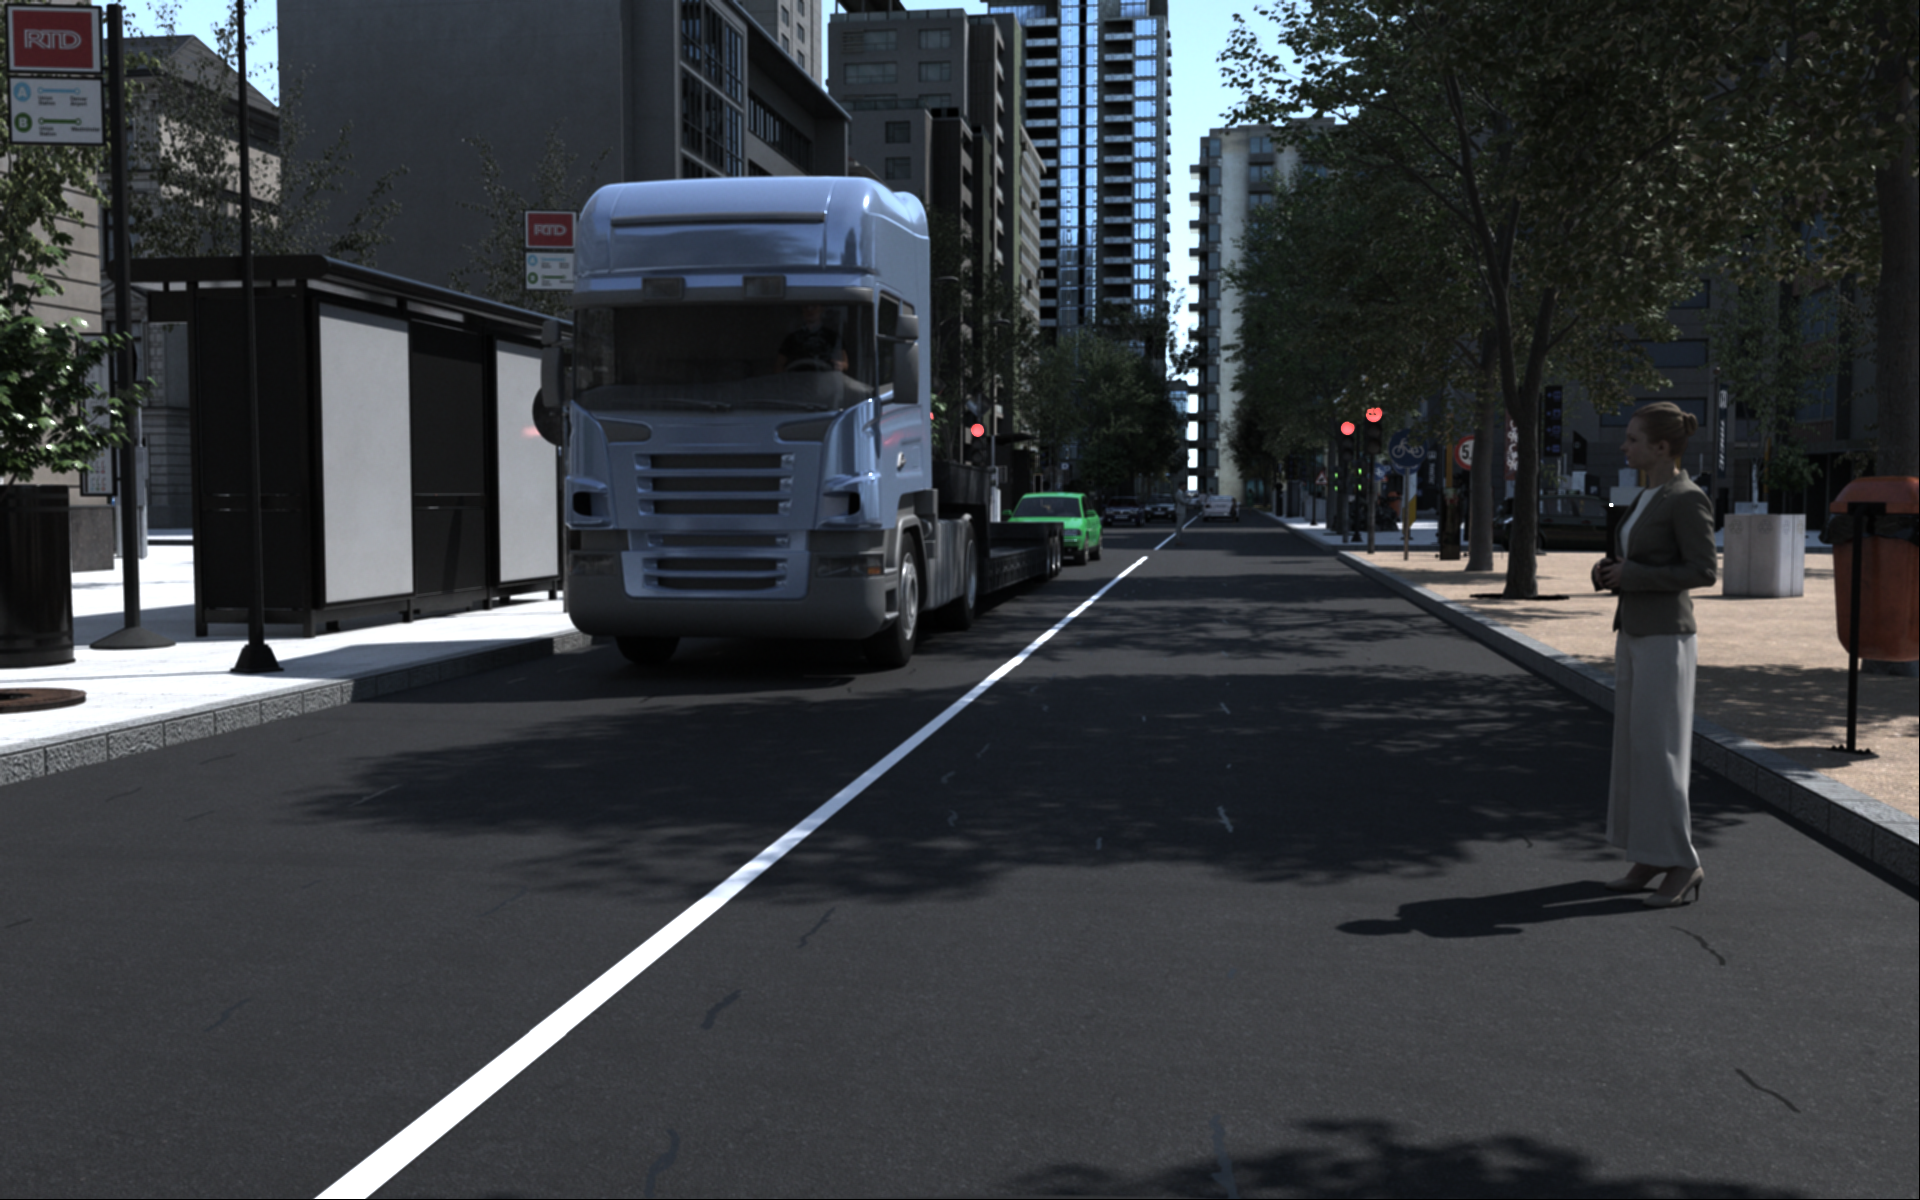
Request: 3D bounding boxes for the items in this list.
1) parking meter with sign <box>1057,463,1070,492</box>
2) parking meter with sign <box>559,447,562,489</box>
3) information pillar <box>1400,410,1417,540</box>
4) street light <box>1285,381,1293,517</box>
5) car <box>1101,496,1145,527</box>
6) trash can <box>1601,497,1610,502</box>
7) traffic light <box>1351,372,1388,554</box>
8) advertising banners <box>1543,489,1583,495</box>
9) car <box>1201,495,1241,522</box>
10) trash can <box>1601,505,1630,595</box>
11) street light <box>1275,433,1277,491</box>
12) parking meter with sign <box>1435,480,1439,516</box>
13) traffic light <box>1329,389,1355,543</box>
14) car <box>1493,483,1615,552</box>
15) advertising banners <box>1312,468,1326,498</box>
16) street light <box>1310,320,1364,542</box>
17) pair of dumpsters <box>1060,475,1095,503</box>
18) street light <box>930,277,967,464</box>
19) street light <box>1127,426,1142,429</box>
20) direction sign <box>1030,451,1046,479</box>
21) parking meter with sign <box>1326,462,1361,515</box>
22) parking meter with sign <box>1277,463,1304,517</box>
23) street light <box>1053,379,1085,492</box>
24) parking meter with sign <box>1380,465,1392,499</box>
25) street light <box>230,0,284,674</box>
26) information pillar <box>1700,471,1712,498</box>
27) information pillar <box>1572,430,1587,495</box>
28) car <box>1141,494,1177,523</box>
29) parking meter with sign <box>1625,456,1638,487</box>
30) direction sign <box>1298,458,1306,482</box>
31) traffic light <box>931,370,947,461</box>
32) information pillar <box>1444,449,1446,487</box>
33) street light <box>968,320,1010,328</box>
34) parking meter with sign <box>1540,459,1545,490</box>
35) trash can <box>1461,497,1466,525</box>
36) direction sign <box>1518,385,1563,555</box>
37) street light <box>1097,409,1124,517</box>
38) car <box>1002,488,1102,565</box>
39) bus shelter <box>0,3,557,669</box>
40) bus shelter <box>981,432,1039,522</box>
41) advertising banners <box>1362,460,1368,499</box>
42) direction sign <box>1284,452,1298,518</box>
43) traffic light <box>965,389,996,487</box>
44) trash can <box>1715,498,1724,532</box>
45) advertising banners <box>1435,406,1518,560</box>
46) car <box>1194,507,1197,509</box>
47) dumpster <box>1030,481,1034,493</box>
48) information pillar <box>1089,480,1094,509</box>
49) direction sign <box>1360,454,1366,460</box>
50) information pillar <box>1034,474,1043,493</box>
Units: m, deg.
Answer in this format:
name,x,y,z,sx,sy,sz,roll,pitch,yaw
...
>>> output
name,x,y,z,sx,sy,sz,roll,pitch,yaw
parking meter with sign,5.569,-6.063,95.387,0.543,3.016,1.738,1,4,19
parking meter with sign,-13.092,-3.519,53.796,0.543,3.016,1.738,3,5,40
information pillar,12.621,-3.501,48.601,0.504,3.616,0.183,-3,4,-36
street light,13.946,-6.007,70.755,1.470,5.913,1.316,1,4,9
car,7.299,-3.952,77.191,1.945,1.354,3.894,1,4,8
trash can,29.213,-4.051,77.884,0.748,1.137,0.748,0,3,0
traffic light,8.825,-2.950,37.157,0.839,4.253,0.868,1,4,9
advertising banners,18.320,-3.514,53.646,2.074,3.025,0.090,-1,4,-9
car,13.710,-4.810,91.005,2.083,1.381,4.827,1,4,8
trash can,8.574,-0.641,22.128,0.748,1.137,0.748,0,3,0
street light,17.661,-7.508,95.296,1.470,5.913,1.316,1,4,9
parking meter with sign,25.072,-5.858,92.039,0.543,3.016,1.738,-2,4,-25
traffic light,10.032,-3.433,45.051,0.839,4.253,0.868,1,4,9
car,14.278,-1.823,39.593,4.222,1.686,2.009,1,4,9
advertising banners,23.586,-7.194,113.807,0.090,3.025,2.074,-1,4,-13
street light,10.070,-4.505,46.203,1.470,5.913,1.316,1,4,9
pair of dumpsters,5.833,-5.129,86.345,1.574,2.255,4.437,1,4,9
street light,-0.725,-3.960,37.279,1.470,5.913,1.316,1,4,9
street light,11.766,-8.954,118.941,1.470,5.913,1.316,1,4,9
direction sign,4.028,-6.008,90.225,0.876,3.537,0.379,-1,4,-10
parking meter with sign,20.368,-5.825,91.496,1.738,3.016,0.543,0,4,-6
parking meter with sign,18.732,-6.176,97.232,1.738,3.016,0.543,2,4,27
street light,4.359,-5.985,70.401,1.470,5.913,1.316,1,4,9
parking meter with sign,25.727,-6.642,104.854,0.543,3.016,1.738,0,4,6
street light,-4.555,-2.430,12.271,1.470,5.913,1.316,1,4,9
information pillar,24.293,-3.178,56.454,0.304,2.012,0.304,3,5,42
information pillar,22.468,-4.375,62.883,0.504,3.616,0.183,1,4,23
car,10.216,-4.787,88.052,2.009,1.686,4.222,1,4,9
parking meter with sign,26.982,-4.489,69.652,0.543,3.016,1.738,1,4,22
direction sign,21.249,-7.132,108.606,0.876,3.537,0.379,2,4,27
traffic light,-0.679,-3.038,38.590,0.839,4.253,0.868,1,4,9
information pillar,25.245,-6.020,89.788,0.504,3.616,0.183,-3,5,-44
street light,0.636,-4.515,46.358,1.470,5.913,1.316,1,4,9
parking meter with sign,28.695,-5.501,86.194,0.543,3.016,1.738,2,4,24
trash can,20.867,-3.739,72.782,0.748,1.137,0.748,0,3,0
direction sign,12.140,-2.711,36.329,0.876,3.537,0.379,1,4,19
street light,8.148,-7.483,94.882,1.470,5.913,1.316,1,4,9
car,1.940,-1.681,36.276,1.959,1.807,4.718,1,4,10
bus shelter,-6.328,-2.395,16.788,2.179,5.291,8.768,1,4,9
bus shelter,1.963,-4.761,69.130,1.731,3.624,6.357,1,4,9
advertising banners,20.646,-5.632,88.275,0.090,3.025,2.074,1,4,20
direction sign,17.758,-6.217,93.649,0.379,3.537,0.876,-1,4,-17
traffic light,0.529,-3.521,46.484,0.839,4.253,0.868,1,4,9
trash can,25.372,-2.864,58.472,0.748,1.137,0.748,0,3,0
advertising banners,10.217,-2.306,33.897,2.074,3.025,0.090,-1,4,-21
car,22.726,-9.818,172.884,2.083,1.381,4.827,0,4,7
dumpster,2.801,-4.213,74.641,1.264,1.857,1.865,1,4,8
information pillar,6.751,-5.196,89.443,0.304,2.012,0.304,1,4,22
direction sign,22.753,-6.500,98.274,0.379,3.537,0.876,-1,4,-22
information pillar,2.885,-3.637,63.955,0.304,2.012,0.304,0,4,6
